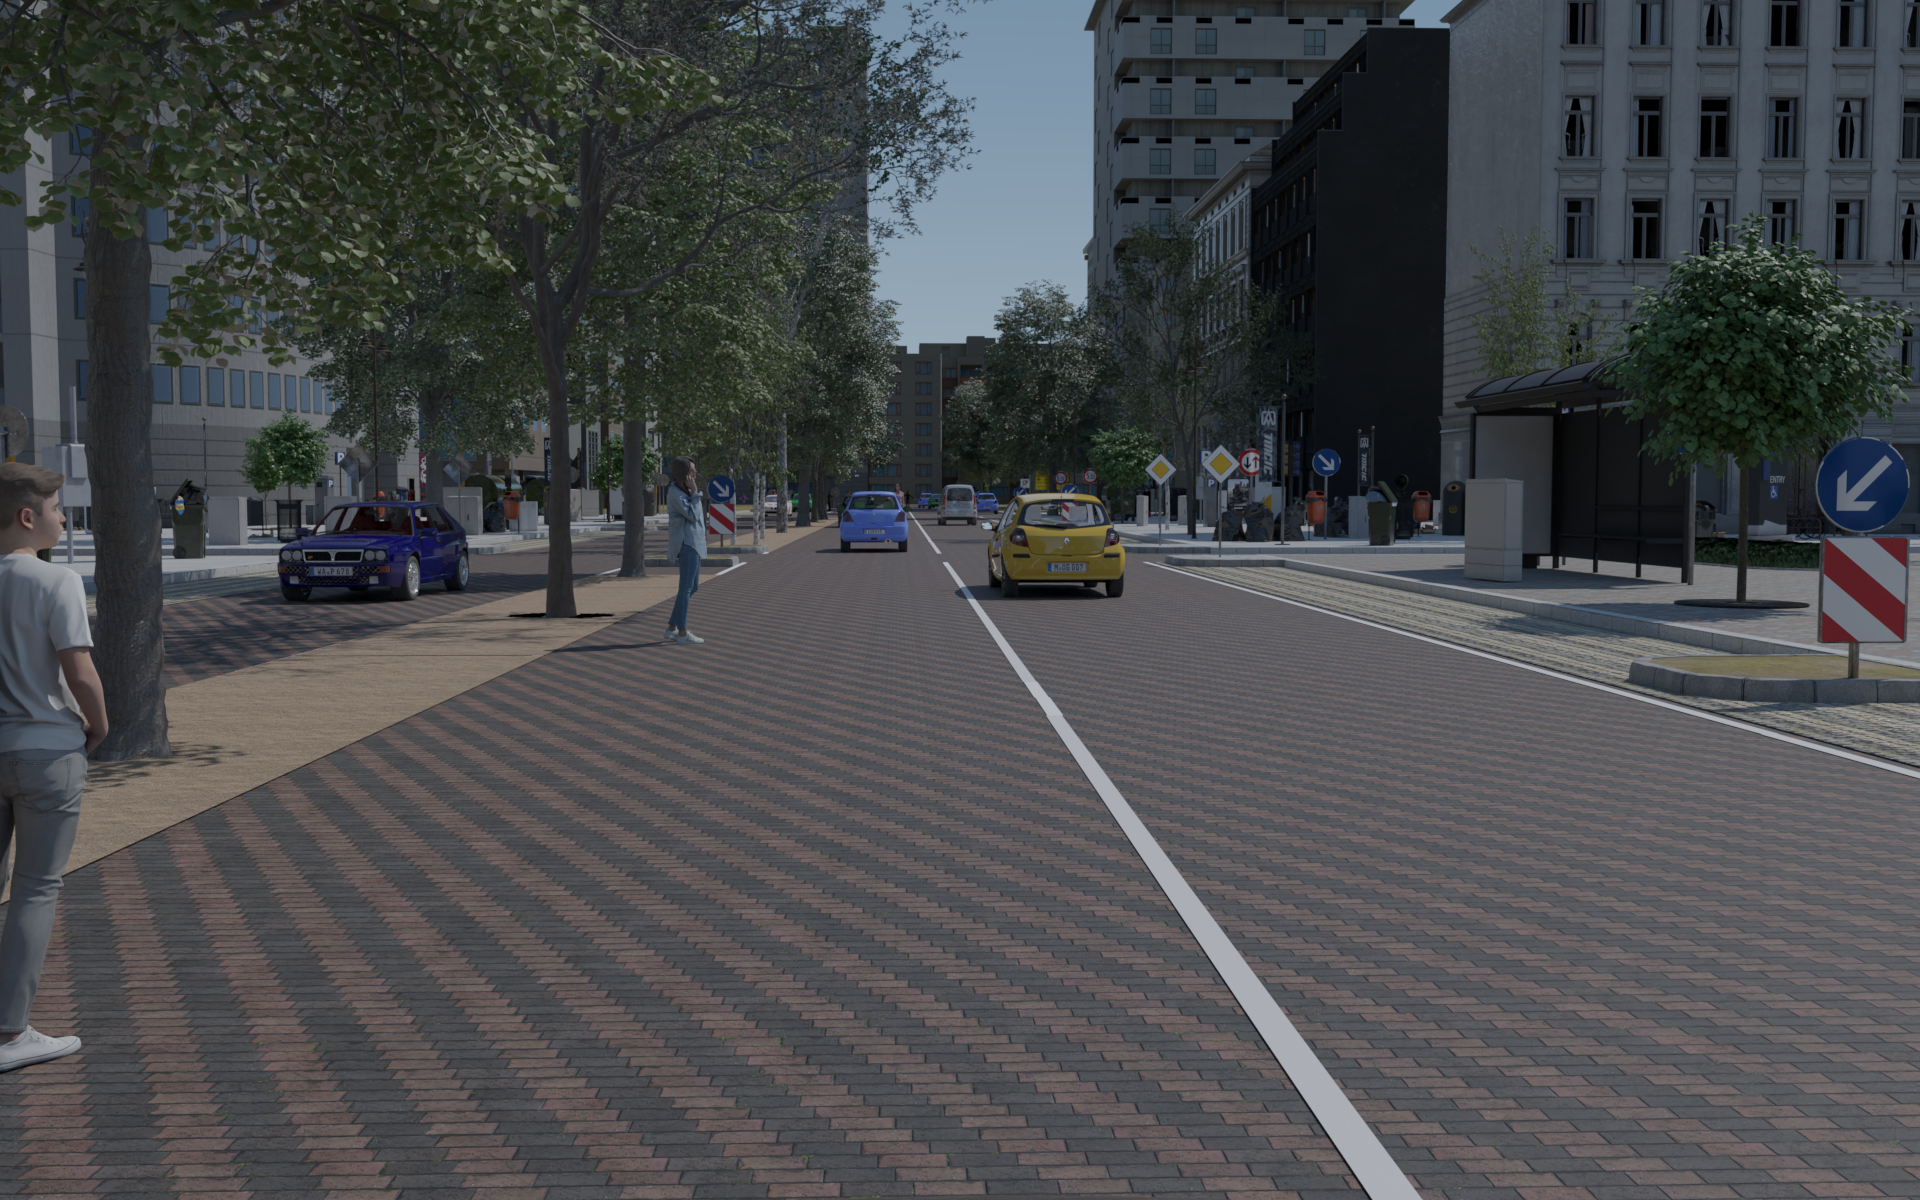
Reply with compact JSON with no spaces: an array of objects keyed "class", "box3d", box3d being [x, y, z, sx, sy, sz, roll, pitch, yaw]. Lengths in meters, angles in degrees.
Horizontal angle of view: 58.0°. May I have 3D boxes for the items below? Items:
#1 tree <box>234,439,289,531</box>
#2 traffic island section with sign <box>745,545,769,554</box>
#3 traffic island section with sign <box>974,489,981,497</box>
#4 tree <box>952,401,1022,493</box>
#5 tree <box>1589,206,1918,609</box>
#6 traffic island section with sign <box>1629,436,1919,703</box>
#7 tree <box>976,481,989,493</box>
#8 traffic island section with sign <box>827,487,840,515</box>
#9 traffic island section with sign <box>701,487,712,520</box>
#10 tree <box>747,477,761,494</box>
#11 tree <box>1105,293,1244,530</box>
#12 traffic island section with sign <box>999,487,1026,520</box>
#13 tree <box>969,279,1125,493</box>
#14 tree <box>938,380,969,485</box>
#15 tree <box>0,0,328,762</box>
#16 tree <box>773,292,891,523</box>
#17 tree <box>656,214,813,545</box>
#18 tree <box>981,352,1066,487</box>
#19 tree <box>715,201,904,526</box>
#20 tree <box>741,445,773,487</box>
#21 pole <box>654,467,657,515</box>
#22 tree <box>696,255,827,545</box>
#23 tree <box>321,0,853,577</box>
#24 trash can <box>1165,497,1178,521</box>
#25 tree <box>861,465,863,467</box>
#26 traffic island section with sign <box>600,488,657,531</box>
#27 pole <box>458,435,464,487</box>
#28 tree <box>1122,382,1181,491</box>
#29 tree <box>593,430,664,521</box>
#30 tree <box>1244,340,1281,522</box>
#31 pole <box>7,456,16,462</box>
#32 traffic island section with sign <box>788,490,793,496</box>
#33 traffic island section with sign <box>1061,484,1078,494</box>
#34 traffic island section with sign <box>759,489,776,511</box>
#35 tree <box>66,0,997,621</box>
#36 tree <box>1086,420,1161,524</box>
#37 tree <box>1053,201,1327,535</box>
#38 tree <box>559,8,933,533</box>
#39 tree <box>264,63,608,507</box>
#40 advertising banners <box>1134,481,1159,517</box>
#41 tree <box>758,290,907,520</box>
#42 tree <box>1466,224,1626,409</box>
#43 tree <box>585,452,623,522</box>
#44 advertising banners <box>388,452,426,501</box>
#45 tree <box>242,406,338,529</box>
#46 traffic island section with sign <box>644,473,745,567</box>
[{"class":"tree","box3d":[-24.501,-4.078,61.274,1.663,3.219,1.824,0,3,0]},{"class":"traffic island section with sign","box3d":[-5.765,-2.095,42.385,2.006,1.907,1.989,0,4,-2]},{"class":"traffic island section with sign","box3d":[1.302,-8.329,144.803,1.989,1.847,2.006,0,4,-2]},{"class":"tree","box3d":[3.063,-13.746,159.155,8.767,10.594,7.601,2,4,34]},{"class":"tree","box3d":[8.974,-2.216,19.952,4.285,4.588,4.351,0,3,0]},{"class":"traffic island section with sign","box3d":[6.102,-0.252,12.744,1.989,1.847,2.006,0,4,-2]},{"class":"tree","box3d":[2.513,-12.231,194.582,1.663,3.219,1.824,0,3,0]},{"class":"traffic island section with sign","box3d":[-8.510,-6.687,117.473,2.006,1.907,1.989,0,4,-2]},{"class":"traffic island section with sign","box3d":[-13.862,-5.274,94.863,1.989,1.847,2.006,0,4,-2]},{"class":"tree","box3d":[-20.075,-10.798,171.153,1.663,3.219,1.824,0,3,0]},{"class":"tree","box3d":[7.346,-6.812,61.733,4.360,8.622,3.978,0,3,0]},{"class":"traffic island section with sign","box3d":[3.125,-5.261,94.644,1.989,1.847,2.006,0,4,-2]},{"class":"tree","box3d":[5.560,-11.963,102.253,9.857,13.997,8.962,0,3,0]},{"class":"tree","box3d":[2.204,-17.097,186.195,9.857,13.997,8.962,0,3,0]},{"class":"tree","box3d":[-4.655,-5.437,9.475,7.486,12.596,7.792,0,3,0]},{"class":"tree","box3d":[-7.204,-9.684,86.547,9.928,11.665,9.643,0,3,0]},{"class":"tree","box3d":[-5.791,-5.586,44.153,4.737,8.622,4.395,0,3,0]},{"class":"tree","box3d":[5.198,-13.277,135.198,7.486,12.596,7.792,0,3,0]},{"class":"tree","box3d":[-6.932,-10.210,76.042,9.857,13.997,8.962,0,3,0]},{"class":"tree","box3d":[-19.963,-14.877,177.645,8.767,10.594,7.601,3,4,38]},{"class":"pole","box3d":[-18.595,-6.840,105.676,0.158,3.312,0.155,0,3,0]},{"class":"tree","box3d":[-5.774,-5.870,48.797,4.360,8.622,3.978,0,3,0]},{"class":"tree","box3d":[-5.760,-6.689,29.944,7.486,12.596,7.792,0,3,0]},{"class":"trash can","box3d":[10.057,-4.302,81.995,0.748,1.137,0.748,0,3,0]},{"class":"tree","box3d":[-8.380,-11.278,104.972,7.486,12.596,7.792,0,3,0]},{"class":"traffic island section with sign","box3d":[-12.867,-3.600,67.492,1.989,1.847,2.006,0,4,-2]},{"class":"pole","box3d":[-17.278,-4.051,60.071,0.158,3.312,0.155,0,3,0]},{"class":"tree","box3d":[12.163,-9.869,111.722,4.737,8.622,4.395,0,3,0]},{"class":"tree","box3d":[-15.903,-6.072,82.995,4.285,4.588,4.351,0,3,0]},{"class":"tree","box3d":[12.784,-7.842,78.583,4.360,8.622,3.978,0,3,0]},{"class":"pole","box3d":[-24.831,-3.150,45.353,0.158,3.312,0.155,0,3,0]},{"class":"traffic island section with sign","box3d":[-16.659,-9.959,171.452,1.989,1.847,2.006,0,4,-2]},{"class":"traffic island section with sign","box3d":[4.106,-3.613,67.697,1.989,1.847,2.006,0,4,-2]},{"class":"traffic island section with sign","box3d":[-15.668,-8.311,144.515,1.989,1.847,2.006,0,4,-2]},{"class":"tree","box3d":[-4.579,-6.524,19.488,12.009,13.543,11.850,0,3,0]},{"class":"tree","box3d":[7.132,-5.599,75.257,4.285,4.588,4.351,0,3,0]},{"class":"tree","box3d":[7.312,-7.356,54.675,8.767,10.594,7.601,0,4,-4]},{"class":"tree","box3d":[-7.777,-12.566,63.799,12.611,20.169,13.585,0,3,0]},{"class":"tree","box3d":[-15.286,-8.795,50.460,9.857,13.997,8.962,0,3,0]},{"class":"advertising banners","box3d":[10.337,-6.105,95.997,2.074,3.025,0.090,-1,4,-20]},{"class":"tree","box3d":[-7.776,-10.819,96.351,9.611,12.733,9.660,0,3,0]},{"class":"tree","box3d":[15.612,-5.921,47.173,4.737,8.622,4.395,0,3,0]},{"class":"tree","box3d":[-16.197,-5.187,79.416,1.663,3.219,1.824,0,3,0]},{"class":"advertising banners","box3d":[-22.528,-4.569,70.883,0.090,3.025,2.074,2,4,32]},{"class":"tree","box3d":[-25.020,-4.961,64.832,4.285,4.588,4.351,0,3,0]},{"class":"traffic island section with sign","box3d":[-5.505,-1.642,34.982,2.006,1.907,1.989,0,4,-2]}]
